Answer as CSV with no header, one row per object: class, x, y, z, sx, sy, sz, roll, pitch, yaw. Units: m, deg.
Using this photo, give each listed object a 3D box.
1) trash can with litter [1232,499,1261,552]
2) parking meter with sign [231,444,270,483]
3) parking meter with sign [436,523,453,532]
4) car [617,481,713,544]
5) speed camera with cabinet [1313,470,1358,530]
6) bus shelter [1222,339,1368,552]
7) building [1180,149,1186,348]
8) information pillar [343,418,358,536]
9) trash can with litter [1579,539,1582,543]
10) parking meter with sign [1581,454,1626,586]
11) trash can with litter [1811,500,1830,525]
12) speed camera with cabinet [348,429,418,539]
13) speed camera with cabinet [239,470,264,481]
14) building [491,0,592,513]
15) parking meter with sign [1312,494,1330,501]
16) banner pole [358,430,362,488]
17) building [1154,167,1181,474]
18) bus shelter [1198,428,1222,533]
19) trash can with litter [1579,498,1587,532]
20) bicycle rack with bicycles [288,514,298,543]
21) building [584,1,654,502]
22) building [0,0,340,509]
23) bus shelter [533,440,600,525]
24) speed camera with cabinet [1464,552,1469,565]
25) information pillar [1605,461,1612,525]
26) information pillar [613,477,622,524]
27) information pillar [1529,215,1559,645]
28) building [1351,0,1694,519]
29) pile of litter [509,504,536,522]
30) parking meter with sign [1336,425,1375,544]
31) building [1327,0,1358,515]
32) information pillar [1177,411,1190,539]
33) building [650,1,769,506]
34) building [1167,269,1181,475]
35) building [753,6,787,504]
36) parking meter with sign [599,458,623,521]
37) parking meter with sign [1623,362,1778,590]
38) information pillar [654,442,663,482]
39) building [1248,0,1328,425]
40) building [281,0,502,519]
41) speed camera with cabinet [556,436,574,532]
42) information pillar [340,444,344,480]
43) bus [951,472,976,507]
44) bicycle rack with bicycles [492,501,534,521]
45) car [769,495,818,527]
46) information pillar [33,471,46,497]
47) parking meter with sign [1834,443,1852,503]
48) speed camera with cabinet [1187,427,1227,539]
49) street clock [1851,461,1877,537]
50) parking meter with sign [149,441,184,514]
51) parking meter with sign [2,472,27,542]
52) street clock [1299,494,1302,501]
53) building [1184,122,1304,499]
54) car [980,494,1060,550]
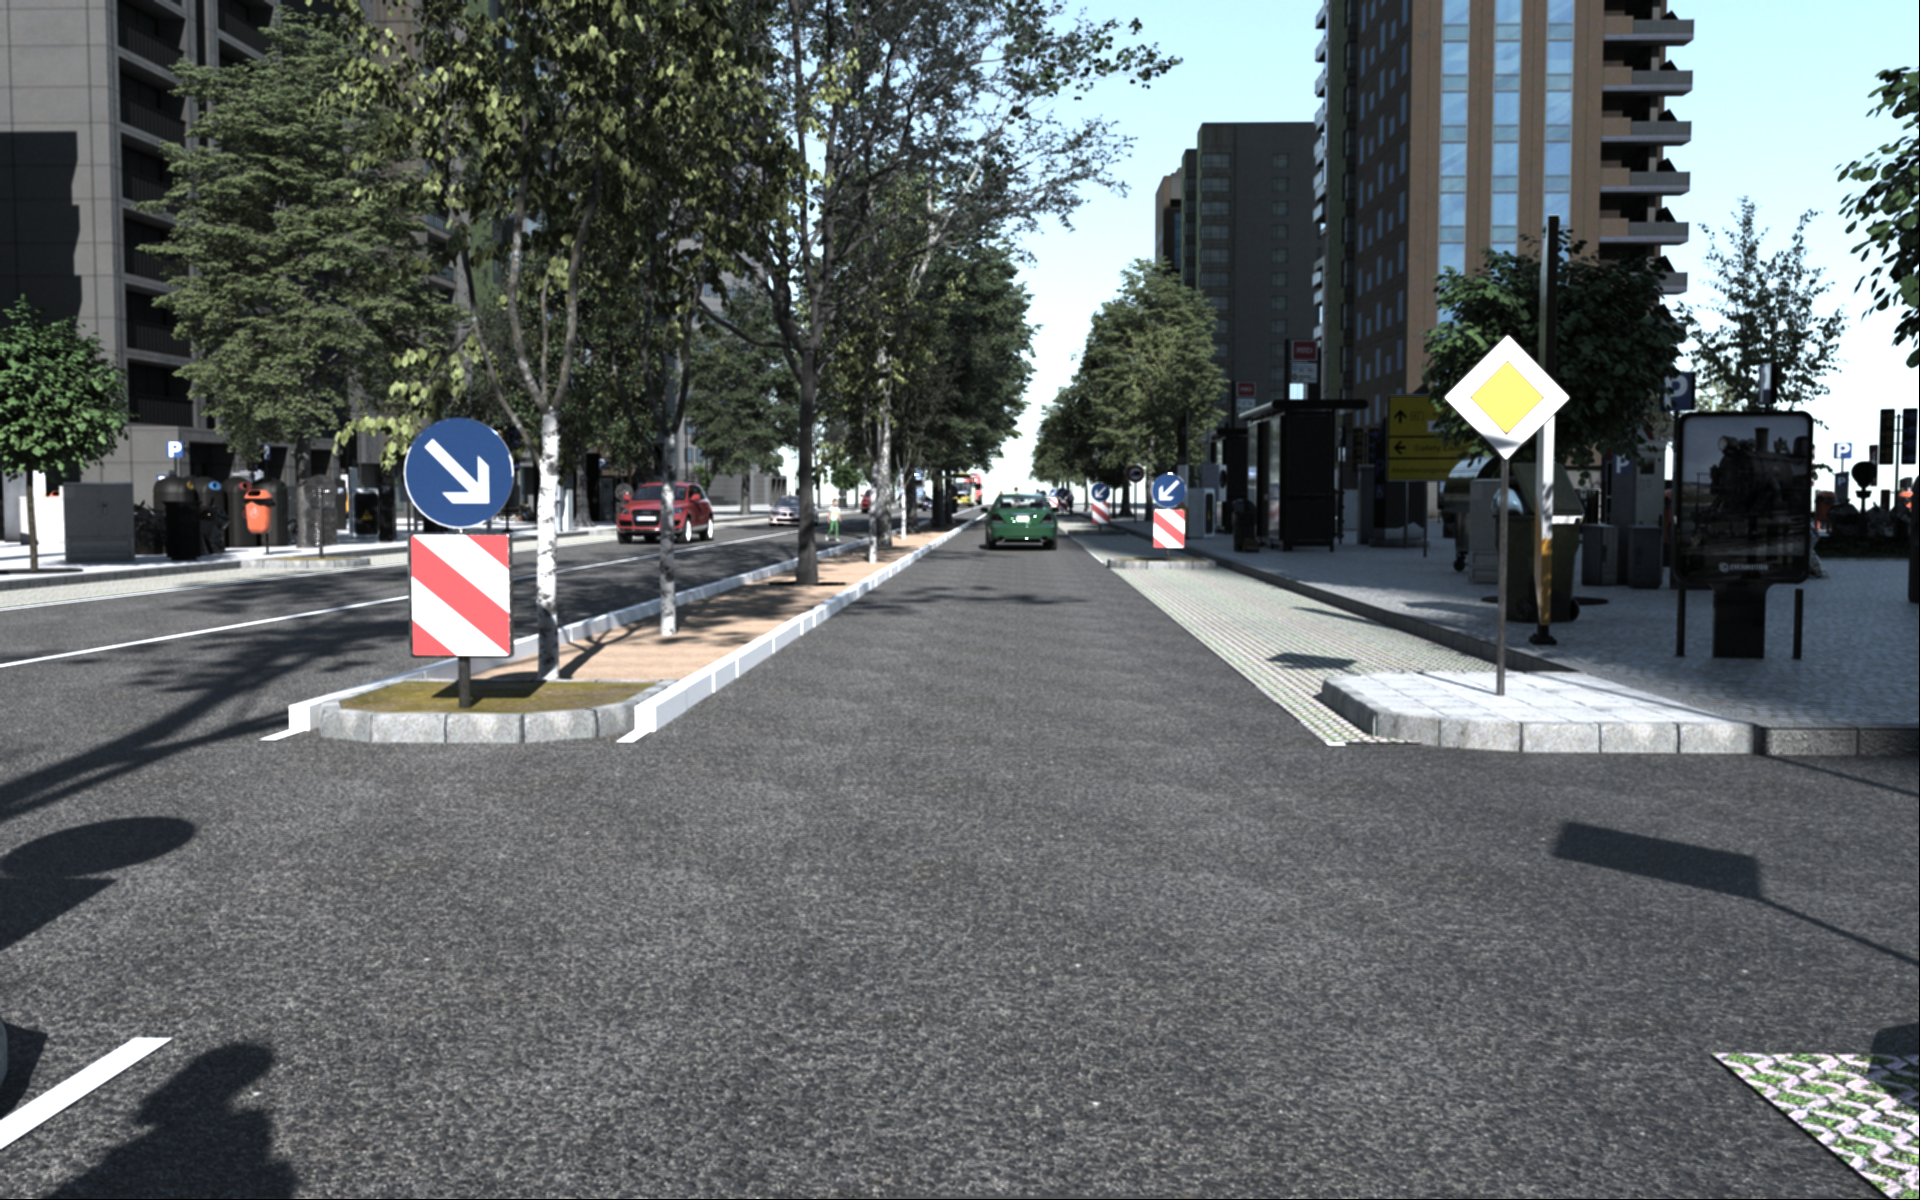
trash can with litter,6.427,-1.654,38.424,0.624,1.170,1.055,-1,4,-9
parking meter with sign,-25.250,-3.961,61.016,1.738,3.016,0.543,0,4,2
parking meter with sign,-17.769,-3.868,59.507,0.543,3.016,1.738,0,4,-3
car,-8.693,-2.612,51.376,2.281,1.827,5.304,0,4,3
speed camera with cabinet,13.597,-4.128,61.821,0.660,3.252,2.038,-3,5,-42
bus shelter,8.124,-3.970,42.548,2.179,5.291,8.768,0,4,2
building,33.263,-32.047,207.569,14.154,41.232,14.086,0,4,2
information pillar,-18.766,-3.806,53.576,0.183,3.616,0.504,0,4,3
trash can with litter,15.402,-2.089,45.208,2.233,1.210,1.678,0,4,-3
parking meter with sign,9.581,-1.729,24.536,1.738,3.016,0.543,-2,4,-30
trash can with litter,34.028,-3.415,66.900,1.678,1.210,2.233,3,5,43
speed camera with cabinet,-16.625,-3.413,50.143,2.038,3.252,0.660,-2,4,-23
speed camera with cabinet,-26.406,-4.379,65.931,0.660,3.252,2.038,2,4,26
building,-38.032,-30.397,116.603,23.786,49.044,30.456,0,4,2
parking meter with sign,13.402,-4.170,64.438,1.738,3.016,0.543,3,5,40
banner pole,-23.691,-4.771,68.030,0.863,3.779,0.401,3,4,36
building,34.034,-35.889,236.899,14.600,45.320,14.200,0,4,2
bus shelter,9.373,-4.992,59.256,2.179,5.291,8.768,0,4,2
trash can with litter,19.817,-2.736,56.122,0.624,1.170,1.055,-2,4,-31
bicycle rack with bicycles,-17.887,-1.969,45.576,2.852,0.926,2.925,1,4,8
building,-32.992,-29.892,138.849,14.600,45.320,14.200,0,4,2
building,-38.020,-38.704,71.060,20.563,71.187,20.611,0,4,2
bus shelter,-17.002,-5.171,75.828,1.731,3.624,6.357,0,4,2
speed camera with cabinet,9.805,-2.291,31.788,0.660,3.252,2.038,2,4,30
information pillar,14.682,-2.098,38.793,0.304,2.012,0.304,-1,4,-12
information pillar,-14.910,-4.340,75.456,0.304,2.012,0.304,-2,4,-34
information pillar,5.024,-1.437,14.856,0.183,3.616,0.504,1,4,11
building,29.797,-27.138,93.819,14.600,45.320,14.200,0,4,2
pile of litter,-20.202,-4.073,80.560,1.719,0.858,1.176,1,4,12
parking meter with sign,10.558,-2.935,44.253,1.738,3.016,0.543,0,4,-1
building,29.866,-25.962,108.066,14.154,41.232,14.086,0,4,2
information pillar,6.323,-3.531,49.079,0.183,3.616,0.504,-2,4,-23
building,-34.451,-40.131,198.148,21.231,58.520,28.212,0,4,2
building,33.307,-27.550,222.151,14.160,30.474,14.107,0,4,2
building,-33.160,-47.953,222.287,20.563,71.187,20.611,0,4,2
parking meter with sign,-16.741,-5.221,81.624,0.543,3.016,1.738,3,5,44
parking meter with sign,9.967,-1.655,23.318,1.738,3.016,0.543,1,4,9
information pillar,-13.553,-5.290,77.846,0.504,3.616,0.183,3,4,36
building,35.165,-49.963,129.573,22.319,86.520,31.000,0,4,2
building,-34.207,-25.114,94.211,14.154,41.232,14.086,0,4,2
speed camera with cabinet,-13.764,-3.977,59.353,0.660,3.252,2.038,0,4,0
information pillar,-26.002,-5.001,73.115,0.504,3.616,0.183,3,5,44
bus,0.227,-12.482,195.630,2.896,3.916,12.252,0,4,3
bicycle rack with bicycles,-21.877,-4.378,84.955,2.925,0.926,2.852,0,4,-2
car,-7.432,-3.996,77.695,2.083,1.381,4.827,0,4,1
information pillar,-30.534,-4.033,57.294,0.183,3.616,0.504,3,5,41
parking meter with sign,29.475,-3.773,57.944,0.543,3.016,1.738,2,4,28
speed camera with cabinet,7.219,-3.446,50.672,0.660,3.252,2.038,2,4,27
street clock,19.964,-2.062,38.284,0.471,2.002,0.358,1,4,12
parking meter with sign,-25.793,-3.670,56.260,0.543,3.016,1.738,0,4,-2
parking meter with sign,-25.136,-3.054,46.202,1.738,3.016,0.543,-2,4,-28
street clock,10.399,-2.960,52.963,0.471,2.002,0.358,-1,4,-18
building,33.182,-31.186,193.478,14.154,41.232,14.086,0,4,2
car,1.592,-2.075,45.717,2.131,1.459,4.920,0,4,0
